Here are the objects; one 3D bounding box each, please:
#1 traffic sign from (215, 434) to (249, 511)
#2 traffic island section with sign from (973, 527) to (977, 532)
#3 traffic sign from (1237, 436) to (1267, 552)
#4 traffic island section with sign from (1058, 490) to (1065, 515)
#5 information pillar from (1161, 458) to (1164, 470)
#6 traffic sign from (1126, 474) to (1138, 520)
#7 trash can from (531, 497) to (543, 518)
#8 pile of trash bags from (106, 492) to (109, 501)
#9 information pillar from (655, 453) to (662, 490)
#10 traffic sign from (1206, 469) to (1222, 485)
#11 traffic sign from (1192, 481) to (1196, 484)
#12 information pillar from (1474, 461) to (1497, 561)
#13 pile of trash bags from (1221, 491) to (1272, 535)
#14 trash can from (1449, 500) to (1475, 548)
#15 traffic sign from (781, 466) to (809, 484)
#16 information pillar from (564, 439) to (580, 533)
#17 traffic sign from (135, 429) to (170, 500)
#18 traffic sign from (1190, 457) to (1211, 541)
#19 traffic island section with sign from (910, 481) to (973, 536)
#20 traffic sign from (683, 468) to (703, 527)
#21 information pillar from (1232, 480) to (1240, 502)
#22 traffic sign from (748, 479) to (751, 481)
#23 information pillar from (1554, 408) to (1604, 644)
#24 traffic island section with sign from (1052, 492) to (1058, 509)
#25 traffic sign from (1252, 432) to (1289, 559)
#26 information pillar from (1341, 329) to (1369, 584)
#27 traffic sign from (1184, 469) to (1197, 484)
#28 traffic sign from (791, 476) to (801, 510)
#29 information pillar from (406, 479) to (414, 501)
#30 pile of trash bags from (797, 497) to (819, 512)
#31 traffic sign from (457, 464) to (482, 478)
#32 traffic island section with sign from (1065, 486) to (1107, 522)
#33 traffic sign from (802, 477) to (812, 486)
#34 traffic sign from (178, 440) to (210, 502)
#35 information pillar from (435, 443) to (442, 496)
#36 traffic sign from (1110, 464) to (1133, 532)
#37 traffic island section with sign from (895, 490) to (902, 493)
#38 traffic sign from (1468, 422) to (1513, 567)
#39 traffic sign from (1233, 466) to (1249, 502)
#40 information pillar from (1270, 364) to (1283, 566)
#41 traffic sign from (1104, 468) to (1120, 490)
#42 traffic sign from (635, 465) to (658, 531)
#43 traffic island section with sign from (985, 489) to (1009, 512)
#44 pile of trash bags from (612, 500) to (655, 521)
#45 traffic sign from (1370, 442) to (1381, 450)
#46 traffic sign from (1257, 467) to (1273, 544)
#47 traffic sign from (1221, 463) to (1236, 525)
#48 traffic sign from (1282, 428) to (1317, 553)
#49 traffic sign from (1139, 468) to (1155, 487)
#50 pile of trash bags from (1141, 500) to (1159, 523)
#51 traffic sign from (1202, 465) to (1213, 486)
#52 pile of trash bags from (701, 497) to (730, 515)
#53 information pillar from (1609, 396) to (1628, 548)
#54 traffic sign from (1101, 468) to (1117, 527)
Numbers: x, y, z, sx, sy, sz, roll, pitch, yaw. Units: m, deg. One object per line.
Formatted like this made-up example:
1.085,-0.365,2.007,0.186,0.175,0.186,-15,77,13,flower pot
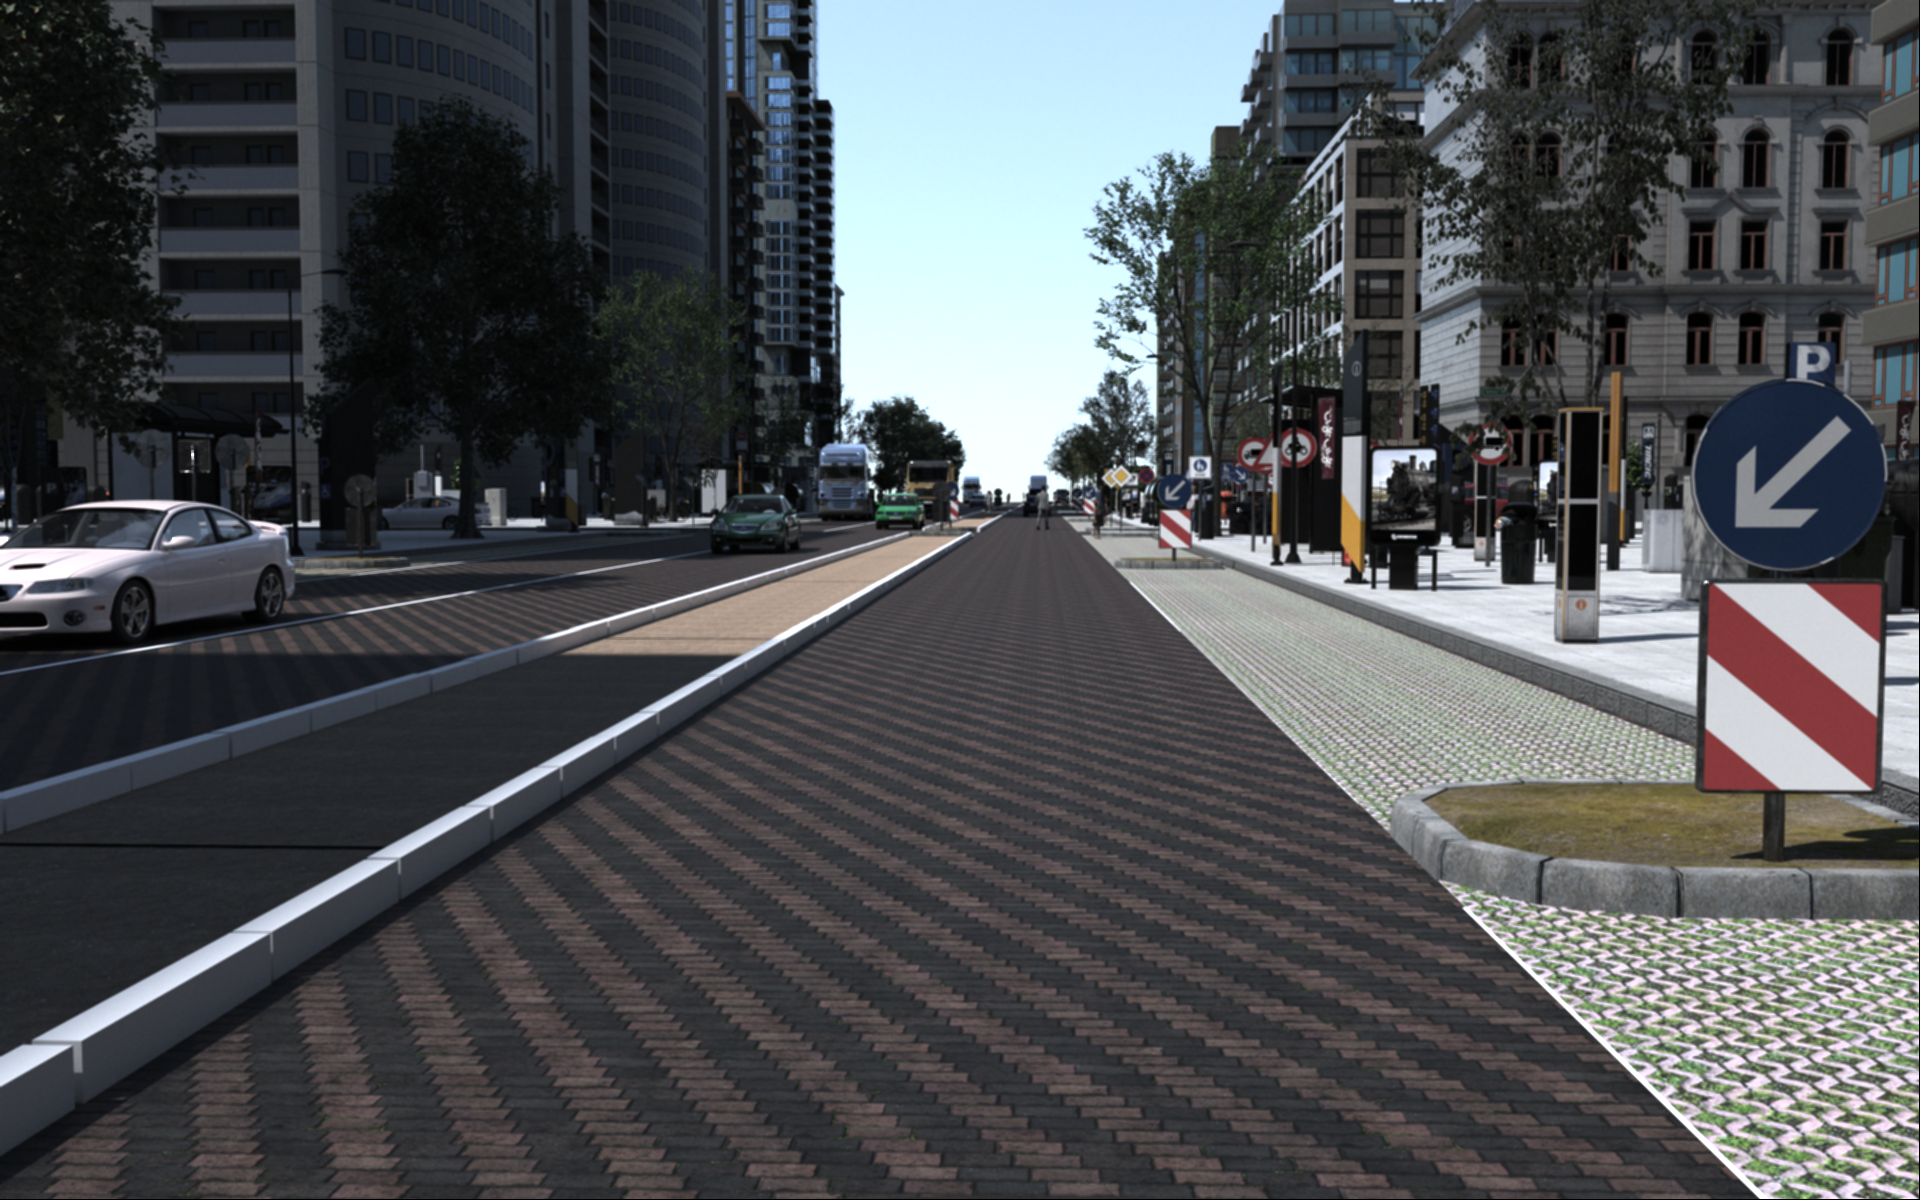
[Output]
-15.415,-2.237,36.677,0.768,2.556,0.104,0,4,6,traffic sign
-0.322,-3.573,66.557,2.006,1.907,1.989,0,4,3,traffic island section with sign
6.521,-2.344,38.437,0.768,2.556,0.104,0,4,6,traffic sign
7.770,-6.594,116.435,1.989,1.847,2.006,0,4,3,traffic island section with sign
13.332,-7.505,114.065,0.183,3.616,0.504,-1,4,-10,information pillar
8.488,-5.099,85.501,0.606,2.300,0.079,0,4,5,traffic sign
-22.727,-4.983,93.117,0.748,1.137,0.748,0,3,0,trash can
-69.382,-8.144,142.912,1.912,1.369,3.447,3,5,41,pile of trash bags
-17.388,-6.644,99.992,0.183,3.616,0.504,2,4,30,information pillar
10.163,-4.265,69.832,0.768,2.556,0.104,0,4,4,traffic sign
12.206,-5.622,92.020,0.768,2.556,0.104,0,4,4,traffic sign
10.044,-1.749,33.093,0.304,2.012,0.304,3,5,41,information pillar
9.311,-2.801,55.552,1.912,1.369,3.447,-2,4,-27,pile of trash bags
11.971,-1.796,41.019,0.748,1.137,0.748,0,3,0,trash can
-12.191,-8.157,127.243,2.265,3.308,0.079,1,4,9,traffic sign
-12.862,-4.036,57.350,0.183,3.616,0.504,3,4,36,information pillar
-15.805,-2.065,33.876,0.768,2.556,0.104,0,4,8,traffic sign
6.569,-2.770,47.416,0.606,2.300,0.079,0,4,4,traffic sign
-0.670,-3.121,59.158,2.006,1.907,1.989,0,4,3,traffic island section with sign
-10.367,-3.893,67.296,0.795,2.450,0.064,0,4,3,traffic sign
14.239,-5.186,89.282,0.304,2.012,0.304,3,4,37,information pillar
-14.539,-7.261,120.844,0.606,2.300,0.079,1,4,12,traffic sign
5.324,-0.637,14.911,0.304,2.012,0.304,0,4,5,information pillar
10.074,-9.661,166.583,1.989,1.847,2.006,0,4,3,traffic island section with sign
6.197,-2.087,34.119,0.884,2.594,0.081,1,4,10,traffic sign
5.658,-2.047,24.824,0.183,3.616,0.504,-1,4,-23,information pillar
11.408,-5.258,86.077,0.768,2.556,0.104,0,4,5,traffic sign
-11.528,-7.433,121.630,0.768,2.556,0.104,1,4,9,traffic sign
-25.990,-4.735,81.917,0.304,2.012,0.304,-2,4,-33,information pillar
-11.142,-6.994,124.107,1.912,1.369,3.447,1,4,18,pile of trash bags
-16.475,-3.557,58.162,0.884,2.594,0.081,0,4,5,traffic sign
6.563,-4.947,89.507,1.989,1.847,2.006,0,4,3,traffic island section with sign
-11.193,-7.740,126.656,0.768,2.556,0.104,0,4,8,traffic sign
-14.482,-1.874,32.774,0.606,2.300,0.079,0,4,4,traffic sign
-24.124,-5.433,80.178,0.504,3.616,0.183,3,5,41,information pillar
5.446,-3.359,58.563,0.795,2.450,0.064,0,4,3,traffic sign
-5.863,-9.666,166.674,1.989,1.847,2.006,0,4,3,traffic island section with sign
9.308,-1.857,30.468,0.768,2.556,0.104,1,4,12,traffic sign
12.904,-4.869,79.719,0.768,2.556,0.104,0,4,4,traffic sign
5.688,-2.428,31.047,0.183,3.616,0.504,1,4,19,information pillar
12.532,-8.775,137.337,2.265,3.308,0.079,0,4,4,traffic sign
-10.731,-3.405,59.319,0.795,2.450,0.064,0,4,3,traffic sign
3.095,-8.164,141.618,2.006,1.907,1.989,0,4,3,traffic island section with sign
-15.528,-4.393,81.585,1.912,1.369,3.447,0,4,4,pile of trash bags
9.949,-2.568,42.096,0.768,2.556,0.104,0,4,7,traffic sign
7.880,-2.727,44.692,0.768,2.556,0.104,0,4,4,traffic sign
11.033,-4.388,71.852,0.768,2.556,0.104,0,4,6,traffic sign
6.442,-2.026,33.226,0.768,2.556,0.104,1,4,11,traffic sign
9.061,-5.139,84.127,0.768,2.556,0.104,1,4,11,traffic sign
9.616,-4.076,76.403,3.447,1.369,1.912,1,4,15,pile of trash bags
8.273,-3.604,59.034,0.768,2.556,0.104,0,4,8,traffic sign
-14.745,-5.789,104.397,1.912,1.369,3.447,-1,4,-21,pile of trash bags
15.754,-3.065,41.471,0.183,3.616,0.504,-1,4,-22,information pillar
5.810,-3.847,66.540,0.795,2.450,0.064,0,4,3,traffic sign
